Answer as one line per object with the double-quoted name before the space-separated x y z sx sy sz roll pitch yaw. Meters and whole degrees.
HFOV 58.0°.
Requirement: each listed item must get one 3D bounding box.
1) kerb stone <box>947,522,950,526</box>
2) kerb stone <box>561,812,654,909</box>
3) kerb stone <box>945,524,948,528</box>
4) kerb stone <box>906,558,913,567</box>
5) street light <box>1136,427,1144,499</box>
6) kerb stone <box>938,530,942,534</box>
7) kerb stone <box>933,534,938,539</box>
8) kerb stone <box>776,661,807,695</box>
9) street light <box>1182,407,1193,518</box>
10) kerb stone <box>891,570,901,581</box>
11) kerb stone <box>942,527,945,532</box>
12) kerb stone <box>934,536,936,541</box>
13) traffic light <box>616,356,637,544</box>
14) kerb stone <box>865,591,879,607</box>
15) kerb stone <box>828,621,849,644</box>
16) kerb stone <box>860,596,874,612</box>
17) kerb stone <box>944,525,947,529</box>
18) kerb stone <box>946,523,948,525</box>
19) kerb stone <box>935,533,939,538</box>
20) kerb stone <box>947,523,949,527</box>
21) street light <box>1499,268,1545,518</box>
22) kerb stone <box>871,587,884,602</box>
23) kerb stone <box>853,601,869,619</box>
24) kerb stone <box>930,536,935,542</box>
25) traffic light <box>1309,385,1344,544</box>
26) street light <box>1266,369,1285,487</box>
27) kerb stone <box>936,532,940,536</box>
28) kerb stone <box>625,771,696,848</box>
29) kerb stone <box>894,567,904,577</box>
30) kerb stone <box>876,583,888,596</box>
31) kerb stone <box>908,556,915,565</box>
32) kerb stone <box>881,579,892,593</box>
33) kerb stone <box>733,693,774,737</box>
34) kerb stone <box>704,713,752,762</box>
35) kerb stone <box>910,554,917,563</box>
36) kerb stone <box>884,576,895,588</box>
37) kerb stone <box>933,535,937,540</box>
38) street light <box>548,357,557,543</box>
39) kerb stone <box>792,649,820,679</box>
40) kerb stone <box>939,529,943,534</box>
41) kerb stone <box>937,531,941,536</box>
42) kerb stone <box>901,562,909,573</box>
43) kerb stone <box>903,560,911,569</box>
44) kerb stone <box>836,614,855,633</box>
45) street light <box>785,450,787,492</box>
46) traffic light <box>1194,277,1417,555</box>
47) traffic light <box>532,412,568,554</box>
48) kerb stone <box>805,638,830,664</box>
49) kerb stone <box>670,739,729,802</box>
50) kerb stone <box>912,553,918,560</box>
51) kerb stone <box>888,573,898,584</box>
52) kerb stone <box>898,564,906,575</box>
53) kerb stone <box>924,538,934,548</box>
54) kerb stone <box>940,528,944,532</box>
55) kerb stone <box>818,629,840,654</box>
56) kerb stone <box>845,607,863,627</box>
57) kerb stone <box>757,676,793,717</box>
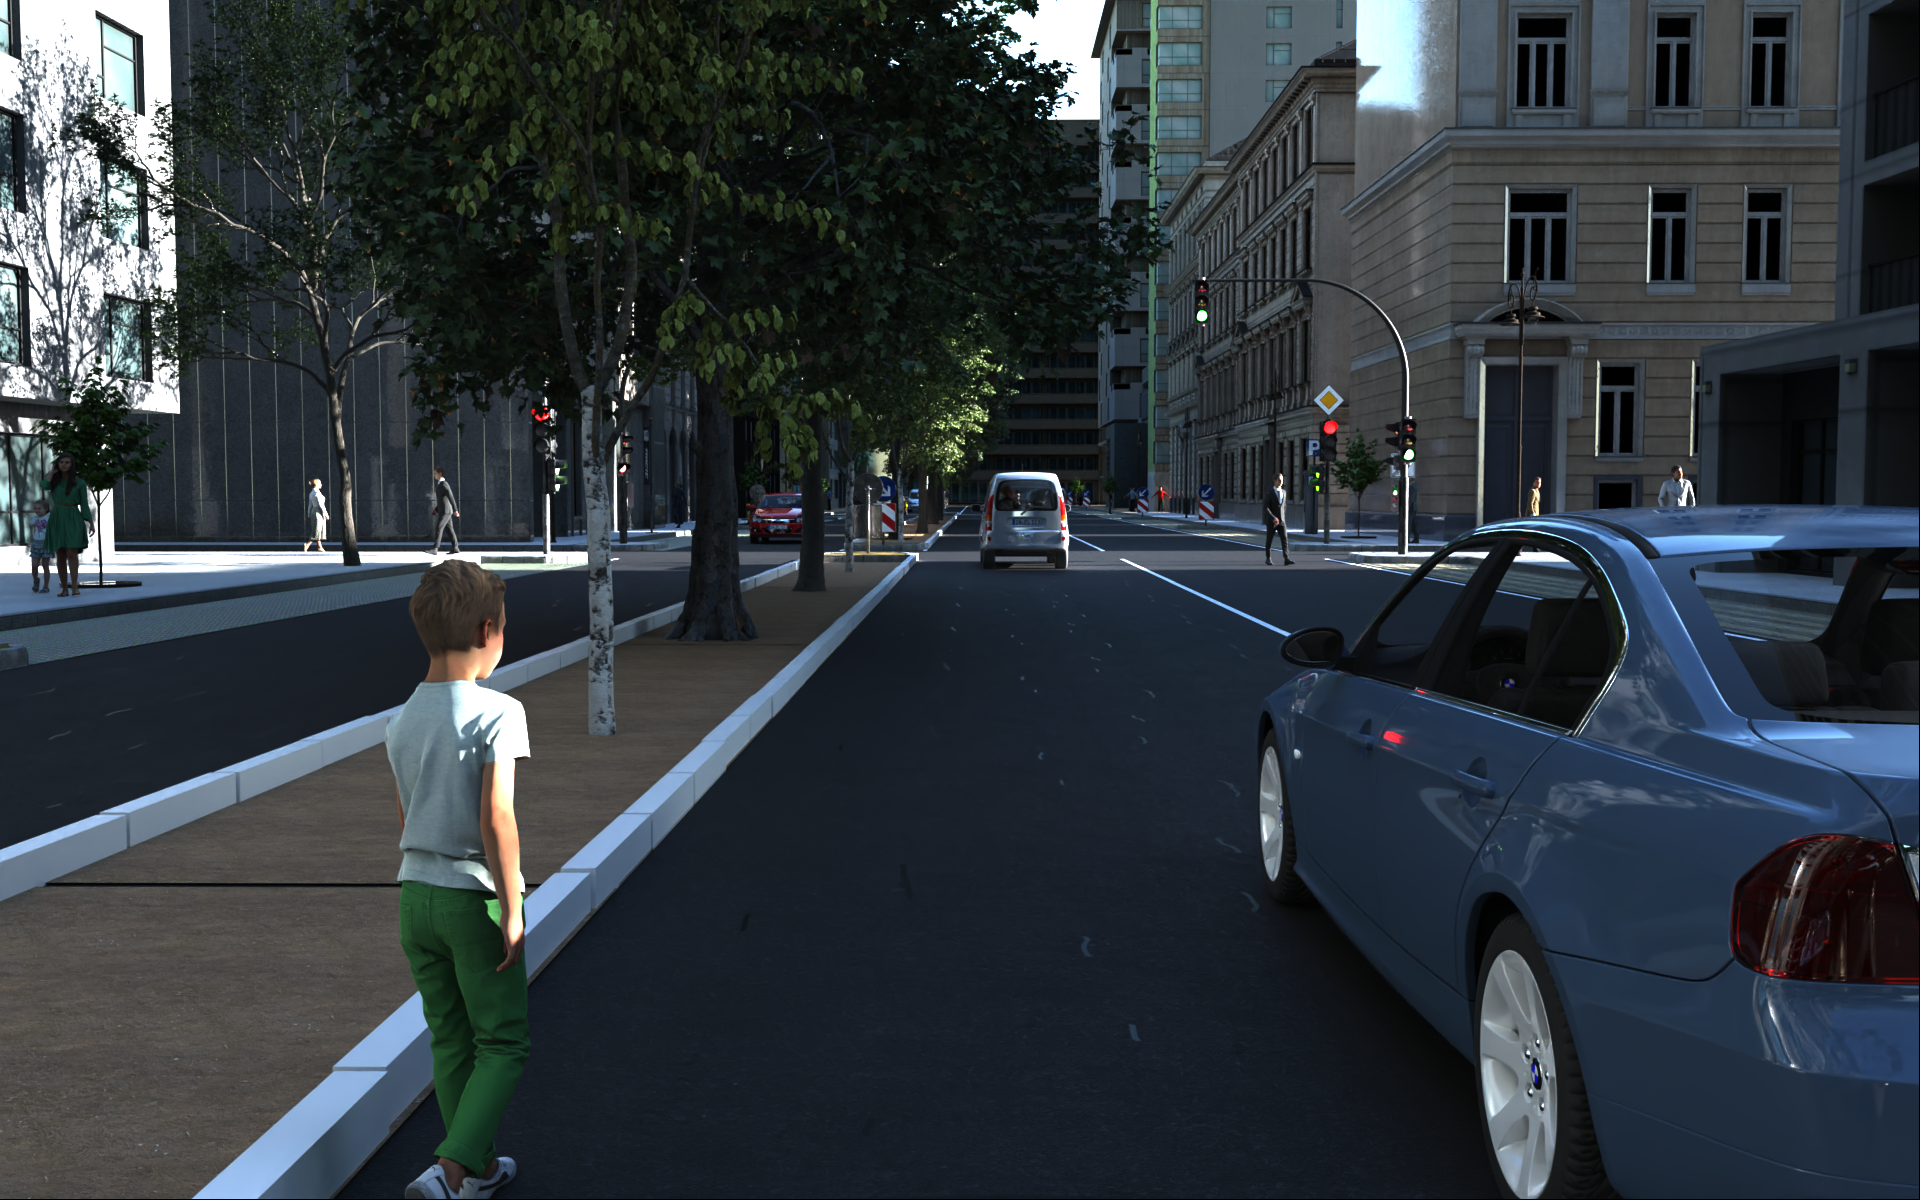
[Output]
"kerb stone" -0.597 -3.017 71.531 0.120 0.150 1.000 0 4 1
"kerb stone" -1.304 0.964 6.441 0.120 0.150 1.000 0 4 1
"kerb stone" -0.642 -2.767 67.436 0.120 0.150 1.000 0 4 1
"kerb stone" -1.018 -0.664 33.077 0.120 0.150 1.000 0 4 1
"street light" 12.354 -8.967 119.394 0.468 5.910 1.993 0 4 1
"kerb stone" -0.748 -2.139 57.174 0.120 0.150 1.000 0 4 1
"kerb stone" -0.806 -1.822 52.037 0.120 0.150 1.000 0 4 1
"kerb stone" -1.238 0.588 12.587 0.120 0.150 1.000 0 4 1
"street light" 12.030 -7.282 91.852 0.468 5.910 1.993 0 4 1
"kerb stone" -1.072 -0.352 27.955 0.120 0.150 1.000 0 4 1
"kerb stone" -0.692 -2.453 62.303 0.120 0.150 1.000 0 4 1
"kerb stone" -0.836 -1.697 49.987 0.120 0.150 1.000 0 4 1
"traffic light" -6.616 -4.291 44.819 4.771 5.953 1.251 0 4 1
"kerb stone" -1.138 0.024 21.803 0.120 0.150 1.000 0 4 1
"kerb stone" -1.195 0.338 16.683 0.120 0.150 1.000 0 4 1
"kerb stone" -1.150 0.089 20.779 0.120 0.150 1.000 0 4 1
"kerb stone" -0.668 -2.642 65.392 0.120 0.150 1.000 0 4 1
"kerb stone" -0.632 -2.892 69.481 0.120 0.150 1.000 0 4 1
"kerb stone" -0.798 -1.883 53.061 0.120 0.150 1.000 0 4 1
"kerb stone" -0.613 -2.955 70.504 0.120 0.150 1.000 0 4 1
"street light" 11.490 -3.838 35.547 0.468 5.910 1.993 0 4 1
"kerb stone" -1.123 -0.038 22.825 0.120 0.150 1.000 0 4 1
"kerb stone" -1.160 0.150 19.751 0.120 0.150 1.000 0 4 1
"kerb stone" -0.844 -1.637 48.962 0.120 0.150 1.000 0 4 1
"traffic light" 9.451 -3.407 44.626 0.839 4.253 0.868 0 4 1
"street light" 11.704 -5.602 64.385 0.468 5.910 1.993 0 4 1
"kerb stone" -0.782 -1.951 54.092 0.120 0.150 1.000 0 4 1
"kerb stone" -1.290 0.901 7.466 0.120 0.150 1.000 0 4 1
"kerb stone" -1.061 -0.414 28.978 0.120 0.150 1.000 0 4 1
"kerb stone" -1.114 -0.097 23.849 0.120 0.150 1.000 0 4 1
"kerb stone" -1.006 -0.727 34.099 0.120 0.150 1.000 0 4 1
"kerb stone" -1.095 -0.164 24.881 0.120 0.150 1.000 0 4 1
"kerb stone" -1.269 0.713 10.537 0.120 0.150 1.000 0 4 1
"kerb stone" -1.280 0.776 9.514 0.120 0.150 1.000 0 4 1
"kerb stone" -0.995 -0.791 35.121 0.120 0.150 1.000 0 4 1
"kerb stone" -1.094 -0.227 25.908 0.120 0.150 1.000 0 4 1
"kerb stone" -0.818 -1.762 51.014 0.120 0.150 1.000 0 4 1
"street light" -10.769 -4.459 45.697 0.468 5.910 1.993 0 4 1
"kerb stone" -1.229 0.525 13.609 0.120 0.150 1.000 0 4 1
"kerb stone" -0.729 -2.265 59.223 0.120 0.150 1.000 0 4 1
"kerb stone" -0.765 -2.071 56.146 0.120 0.150 1.000 0 4 1
"kerb stone" -1.032 -0.536 31.034 0.120 0.150 1.000 0 4 1
"kerb stone" -1.025 -0.603 32.055 0.120 0.150 1.000 0 4 1
"kerb stone" -1.194 0.275 17.706 0.120 0.150 1.000 0 4 1
"street light" -10.117 -7.819 100.636 0.468 5.910 1.993 0 4 1
"traffic light" 7.272 -3.783 36.523 4.771 5.953 1.251 0 4 1
"traffic light" -8.796 -2.930 36.822 0.839 4.253 0.868 0 4 1
"kerb stone" -1.223 0.462 14.636 0.120 0.150 1.000 0 4 1
"kerb stone" -1.279 0.838 8.488 0.120 0.150 1.000 0 4 1
"kerb stone" -0.978 -0.854 36.151 0.120 0.150 1.000 0 4 1
"kerb stone" -1.083 -0.290 26.930 0.120 0.150 1.000 0 4 1
"kerb stone" -1.059 -0.478 30.012 0.120 0.150 1.000 0 4 1
"kerb stone" -0.858 -1.571 47.940 0.120 0.150 1.000 0 4 1
"kerb stone" -0.716 -2.327 60.245 0.120 0.150 1.000 0 4 1
"kerb stone" -1.209 0.400 15.658 0.120 0.150 1.000 0 4 1
"kerb stone" -1.175 0.215 18.728 0.120 0.150 1.000 0 4 1
"kerb stone" -1.248 0.653 11.561 0.120 0.150 1.000 0 4 1
